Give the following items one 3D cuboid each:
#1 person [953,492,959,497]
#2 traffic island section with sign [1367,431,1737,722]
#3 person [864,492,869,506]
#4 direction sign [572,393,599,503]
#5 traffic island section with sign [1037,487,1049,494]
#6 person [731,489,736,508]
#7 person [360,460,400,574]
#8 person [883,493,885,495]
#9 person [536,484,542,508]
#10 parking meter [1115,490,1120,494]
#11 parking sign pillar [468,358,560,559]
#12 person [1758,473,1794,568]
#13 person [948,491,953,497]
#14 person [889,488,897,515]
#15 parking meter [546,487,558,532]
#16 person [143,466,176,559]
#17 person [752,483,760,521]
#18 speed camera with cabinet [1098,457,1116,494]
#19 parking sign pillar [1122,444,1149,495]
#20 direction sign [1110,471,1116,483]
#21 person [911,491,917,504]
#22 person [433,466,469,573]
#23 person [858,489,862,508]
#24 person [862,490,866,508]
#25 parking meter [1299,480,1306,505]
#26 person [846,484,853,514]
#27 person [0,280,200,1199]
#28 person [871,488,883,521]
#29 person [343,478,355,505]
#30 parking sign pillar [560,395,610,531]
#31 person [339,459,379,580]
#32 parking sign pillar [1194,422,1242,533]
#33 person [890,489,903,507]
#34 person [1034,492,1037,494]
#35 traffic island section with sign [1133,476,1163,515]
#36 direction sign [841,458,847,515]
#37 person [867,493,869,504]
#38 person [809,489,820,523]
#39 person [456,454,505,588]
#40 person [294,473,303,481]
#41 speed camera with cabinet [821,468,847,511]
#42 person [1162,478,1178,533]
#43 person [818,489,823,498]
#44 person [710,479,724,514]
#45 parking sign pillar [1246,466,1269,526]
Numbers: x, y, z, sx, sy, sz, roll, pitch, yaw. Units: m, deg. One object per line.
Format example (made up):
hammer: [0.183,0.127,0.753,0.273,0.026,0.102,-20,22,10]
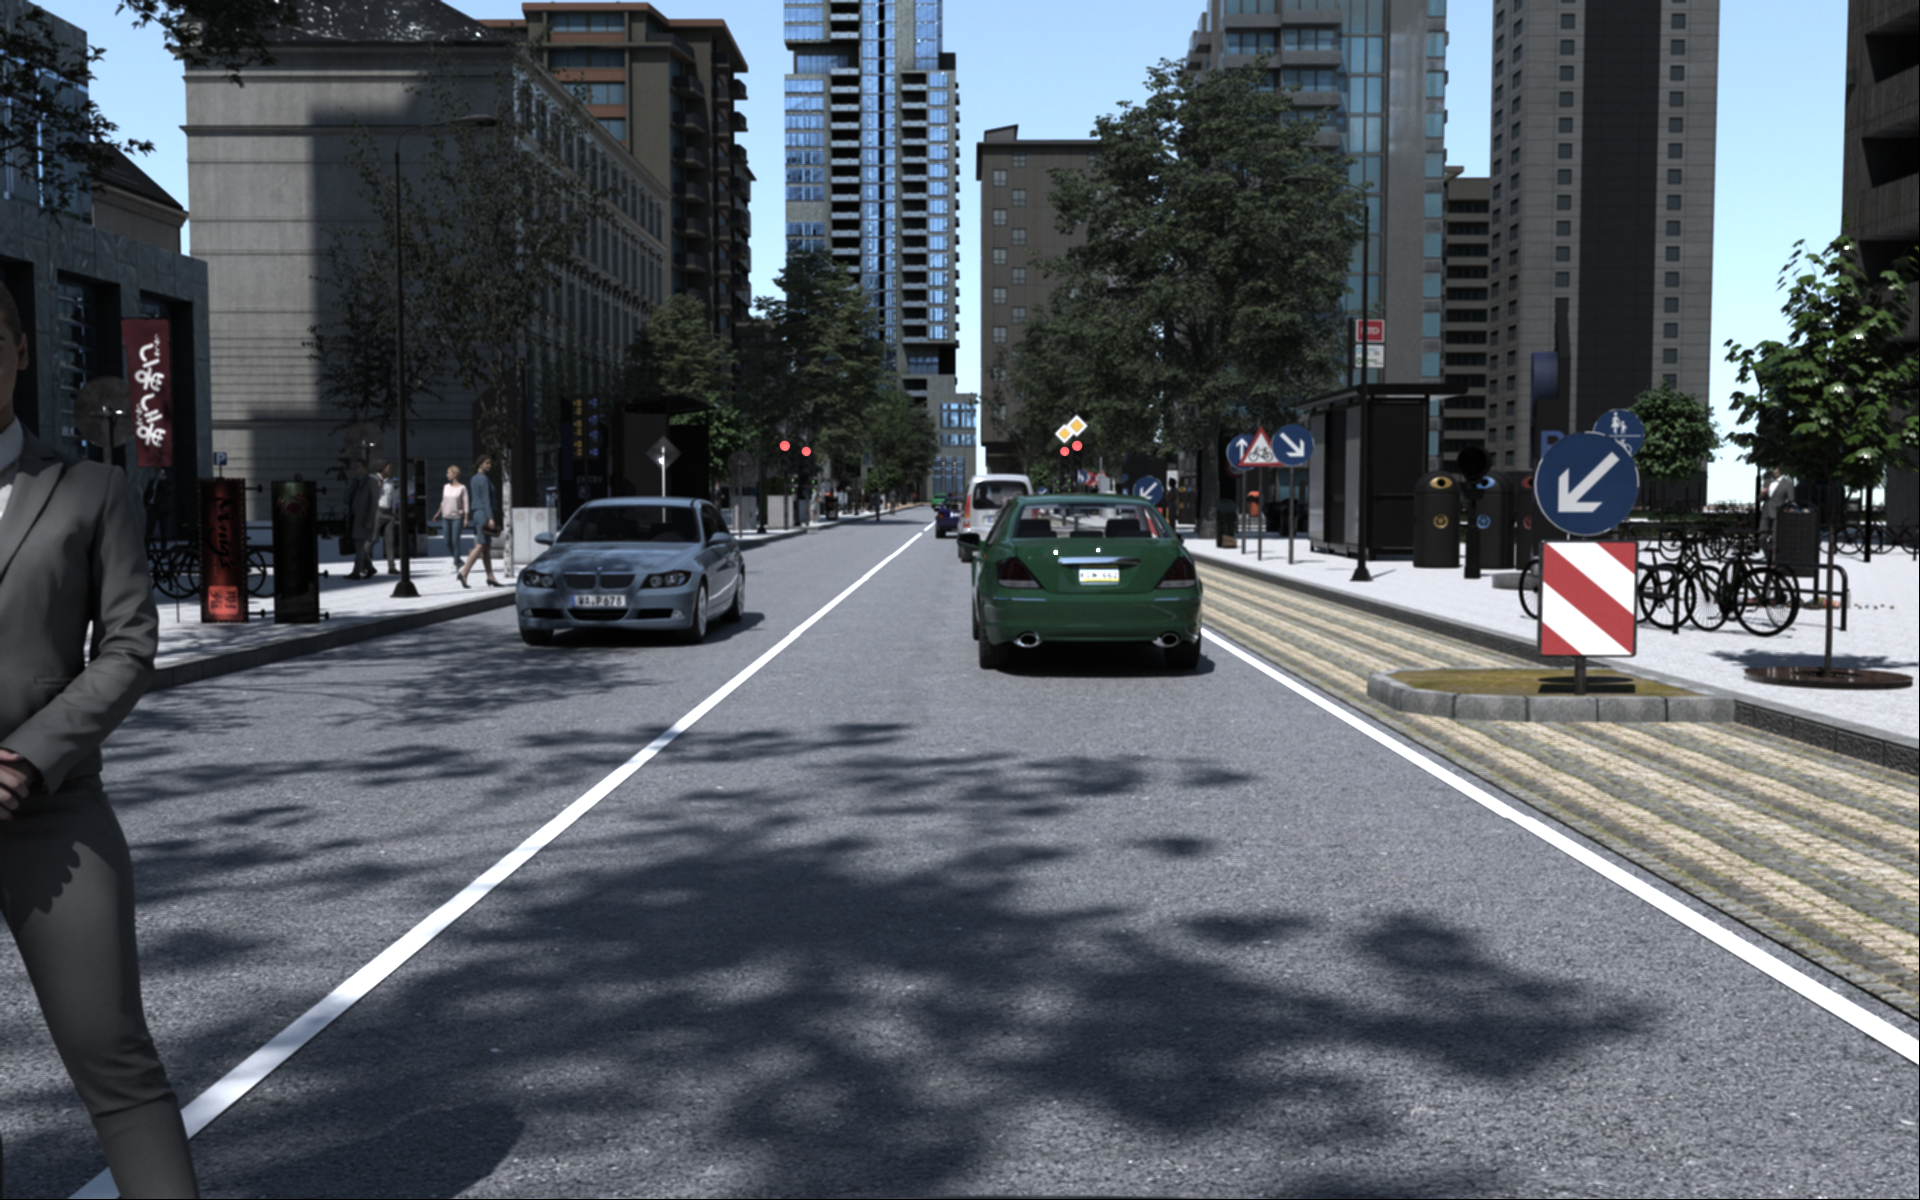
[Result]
person: [-0.488,-12.497,213.514,1.217,1.739,0.721,3,5,45]
traffic island section with sign: [3.864,-0.190,11.740,1.989,1.847,2.006,0,4,0]
person: [-9.811,-10.686,181.477,1.217,1.735,0.721,3,4,38]
direction sign: [-8.476,-2.892,39.282,0.876,3.537,0.379,3,4,37]
traffic island section with sign: [4.354,-5.223,94.030,1.989,1.847,2.006,0,4,0]
person: [-17.721,-7.896,135.699,0.519,1.759,0.362,-2,4,-30]
person: [-9.297,-1.316,27.666,0.850,1.850,0.679,2,4,27]
person: [-9.615,-12.702,215.196,0.415,1.643,0.593,3,5,42]
person: [-10.126,-2.118,40.857,0.537,1.800,0.526,1,4,11]
parking meter: [9.287,-5.773,102.796,0.372,1.533,0.369,0,3,0]
parking sign pillar: [-9.155,-2.833,34.792,1.447,3.967,1.447,2,4,27]
person: [13.515,-1.388,28.698,0.622,1.834,0.822,3,5,43]
person: [-1.085,-12.224,208.812,0.683,1.767,0.568,-1,4,-10]
person: [-4.576,-6.767,118.946,0.447,1.846,0.655,-3,5,-43]
parking meter: [-13.652,-3.027,57.896,0.372,1.533,0.369,0,3,0]
person: [-15.954,-1.776,34.444,0.648,1.900,0.474,-1,4,-12]
person: [-9.344,-4.559,80.932,0.721,1.781,0.623,1,4,10]
speed camera with cabinet: [7.781,-5.949,91.607,0.660,3.252,2.038,0,4,-8]
parking sign pillar: [7.529,-5.250,74.307,1.447,3.967,1.447,-3,5,-42]
direction sign: [10.462,-7.711,118.077,0.379,3.537,0.876,-1,4,-22]
person: [-5.862,-13.194,224.153,1.348,1.831,0.705,2,4,31]
person: [-8.247,-1.313,28.180,0.731,1.740,0.598,1,4,11]
person: [-9.442,-9.407,160.565,0.721,1.735,1.217,2,4,30]
person: [-9.067,-9.620,164.059,0.721,1.736,1.217,0,4,1]
parking meter: [14.345,-4.092,72.616,0.255,1.863,0.399,0,4,8]
person: [-7.145,-6.491,111.530,0.474,1.900,0.648,0,4,-8]
person: [-1.461,0.374,2.656,0.520,1.790,0.573,-3,5,-39]
person: [-4.432,-5.119,92.559,0.532,1.782,0.716,3,5,42]
person: [-19.934,-3.128,57.165,0.713,1.824,0.794,0,4,3]
parking sign pillar: [-10.188,-3.581,47.029,1.447,3.967,1.447,0,4,-2]
person: [-9.027,-1.215,26.007,0.694,1.812,0.767,2,4,34]
parking sign pillar: [8.534,-4.237,57.751,1.447,3.967,1.447,0,4,1]
person: [-6.367,-10.296,174.392,1.348,1.822,0.705,0,4,6]
person: [9.490,-12.994,218.435,1.348,1.831,0.705,2,4,23]
traffic island section with sign: [4.021,-1.839,38.695,1.989,1.847,2.006,0,4,0]
direction sign: [-7.271,-7.136,108.674,0.379,3.537,0.876,1,4,9]
person: [-10.407,-11.393,195.572,0.557,1.426,1.065,3,5,42]
person: [-6.389,-4.218,76.012,0.522,1.701,0.512,0,4,1]
person: [-6.578,-1.080,23.720,0.654,1.822,0.581,-1,4,-18]
person: [-15.289,-2.057,40.095,0.576,1.772,0.534,-1,4,-16]
speed camera with cabinet: [-9.779,-8.556,134.233,2.038,3.252,0.660,-1,4,-22]
person: [6.479,-2.877,53.441,0.532,1.782,0.716,1,4,19]
person: [-12.108,-8.687,148.752,0.721,1.739,1.217,2,4,25]
person: [-8.289,-3.272,59.354,0.447,1.846,0.655,2,4,24]
parking sign pillar: [12.017,-5.055,71.114,1.447,3.967,1.447,0,4,2]
